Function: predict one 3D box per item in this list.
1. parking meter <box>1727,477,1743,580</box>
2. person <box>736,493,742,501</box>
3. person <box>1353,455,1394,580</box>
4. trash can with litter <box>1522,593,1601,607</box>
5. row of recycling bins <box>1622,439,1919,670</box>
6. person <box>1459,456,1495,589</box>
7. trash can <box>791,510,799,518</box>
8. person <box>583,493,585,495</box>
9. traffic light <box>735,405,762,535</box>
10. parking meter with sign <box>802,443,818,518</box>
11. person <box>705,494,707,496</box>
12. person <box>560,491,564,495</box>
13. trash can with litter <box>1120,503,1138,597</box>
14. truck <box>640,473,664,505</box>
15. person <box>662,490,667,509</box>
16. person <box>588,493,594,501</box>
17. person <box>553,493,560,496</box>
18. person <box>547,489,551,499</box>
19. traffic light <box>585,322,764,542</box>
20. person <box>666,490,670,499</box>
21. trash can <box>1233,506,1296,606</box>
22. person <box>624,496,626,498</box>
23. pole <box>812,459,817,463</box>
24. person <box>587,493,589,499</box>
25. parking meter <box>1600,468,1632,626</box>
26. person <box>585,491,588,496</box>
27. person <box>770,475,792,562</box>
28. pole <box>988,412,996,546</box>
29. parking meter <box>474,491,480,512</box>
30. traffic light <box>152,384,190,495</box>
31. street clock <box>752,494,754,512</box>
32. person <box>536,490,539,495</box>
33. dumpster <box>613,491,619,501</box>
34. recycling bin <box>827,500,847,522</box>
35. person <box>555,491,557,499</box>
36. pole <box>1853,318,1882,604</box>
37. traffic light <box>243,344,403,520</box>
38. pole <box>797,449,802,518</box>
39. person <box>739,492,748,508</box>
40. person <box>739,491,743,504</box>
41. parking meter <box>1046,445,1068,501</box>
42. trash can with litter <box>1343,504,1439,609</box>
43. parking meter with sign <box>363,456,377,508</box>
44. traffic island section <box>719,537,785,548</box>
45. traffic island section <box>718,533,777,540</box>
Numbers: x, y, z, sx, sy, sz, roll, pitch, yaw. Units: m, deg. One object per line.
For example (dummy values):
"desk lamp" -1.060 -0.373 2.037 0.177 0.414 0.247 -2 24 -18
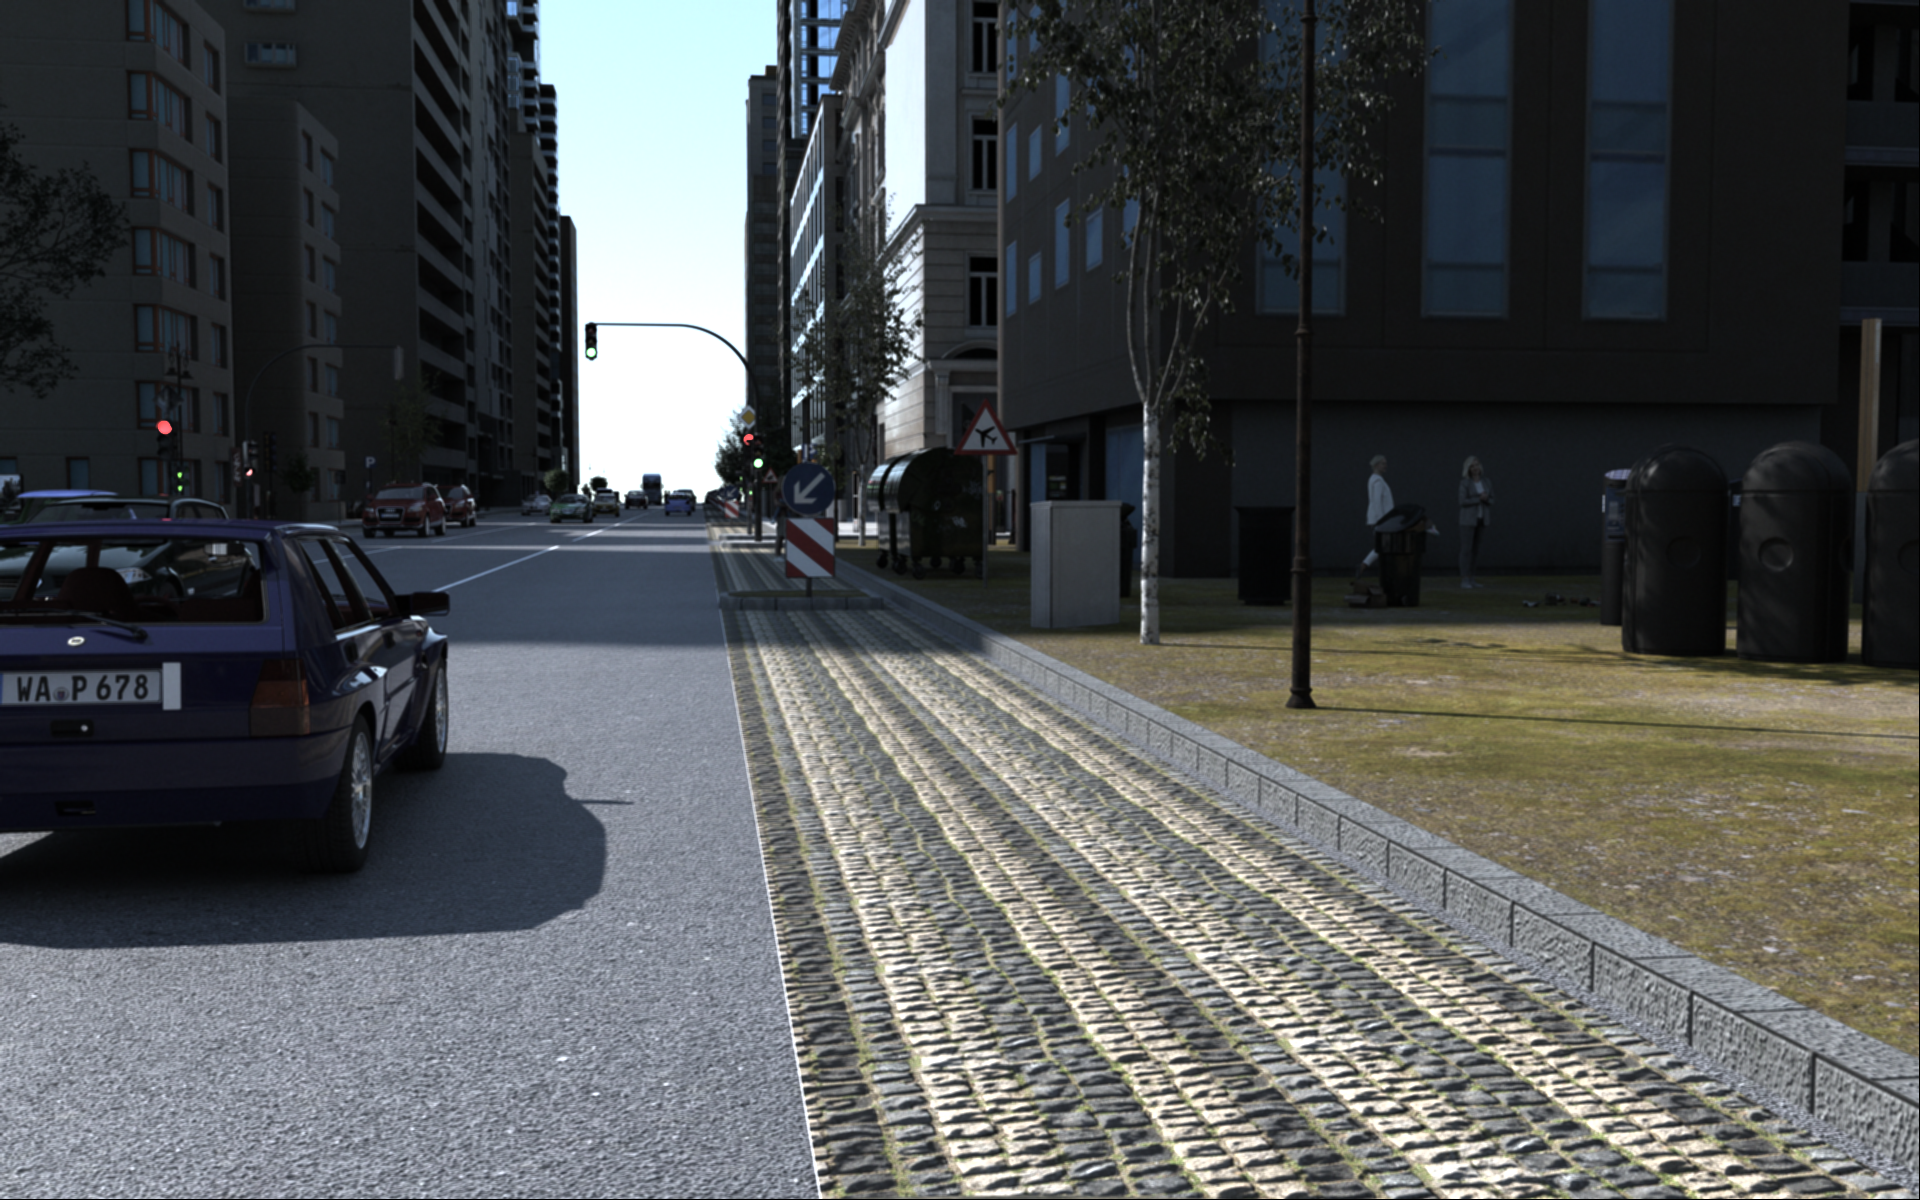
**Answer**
"parking meter" 11.549 -1.071 25.926 0.372 1.533 0.369 0 3 0
"person" -23.159 -10.601 180.083 1.217 1.736 0.721 -3 4 -38
"person" 5.980 -1.163 24.941 0.818 1.842 0.514 -1 4 -20
"trash can with litter" 7.420 -0.560 20.212 2.233 1.210 1.678 -1 4 -18
"row of recycling bins" 6.889 -0.373 13.210 3.534 1.692 1.069 2 4 35
"person" 7.085 -1.068 23.696 0.537 1.800 0.526 0 4 -8
"trash can" -7.028 -3.712 72.349 0.748 1.137 0.748 0 3 0
"person" -61.032 -16.809 280.959 0.705 1.812 1.348 0 4 7
"traffic light" -6.658 -4.014 54.555 0.839 4.253 0.868 -1 4 -8
"parking meter with sign" -5.199 -3.929 60.497 0.543 3.016 1.738 0 4 -2
"person" -40.628 -16.523 278.654 1.348 1.823 0.705 -3 4 -36
"person" -48.549 -12.491 211.094 0.721 1.723 1.217 2 4 28
"trash can with litter" 1.722 -0.635 21.763 0.624 1.170 1.055 -3 5 -41
"truck" -40.643 -14.605 228.547 2.967 4.110 18.799 -1 4 -10
"person" -28.959 -9.896 170.269 0.705 1.831 1.348 -3 4 -38
"person" -56.044 -15.689 262.644 1.350 1.814 0.705 -1 4 -14
"person" -52.558 -13.415 225.899 1.217 1.766 0.721 1 4 14
"person" -33.736 -8.172 142.044 0.705 1.831 1.348 0 4 -7
"traffic light" -7.530 -4.376 46.209 4.771 5.953 1.251 -1 4 -8
"person" -26.071 -8.992 156.045 0.750 1.759 0.617 -1 4 -15
"trash can" 3.528 -0.513 20.039 0.748 1.137 0.748 0 3 0
"person" -38.621 -11.561 200.760 0.697 1.427 0.421 1 4 10
"pole" -6.242 -4.915 74.203 0.158 3.312 0.155 0 3 0
"person" -57.637 -16.028 268.806 1.217 1.736 0.721 -2 4 -27
"parking meter" 6.481 -0.522 16.948 0.372 1.533 0.369 0 3 0
"person" -51.636 -14.216 239.388 0.530 1.710 0.541 -2 4 -30
"person" -3.763 -1.725 36.684 0.573 1.828 0.580 -2 4 -32
"pole" 0.795 -3.018 43.180 0.158 3.312 0.155 0 3 0
"parking meter" -34.803 -7.115 124.744 0.372 1.533 0.369 0 3 0
"traffic light" -20.269 -3.395 44.433 0.839 4.253 0.868 -1 4 -8
"street clock" -14.587 -7.179 121.952 0.358 2.002 0.471 -1 4 -19
"person" -51.527 -12.552 211.139 0.709 1.838 0.599 -1 4 -19
"dumpster" -53.036 -15.705 264.994 1.865 1.857 1.264 0 4 -7
"recycling bin" -5.595 -4.041 78.625 0.722 1.027 0.722 1 4 22
"person" -50.448 -12.811 216.222 0.721 1.735 1.217 0 4 -4
"pole" 10.596 -1.614 20.227 0.158 3.312 0.155 0 3 0
"traffic light" -19.397 -4.771 52.674 4.771 5.953 1.251 -1 4 -8
"pole" -7.327 -5.225 79.266 0.158 3.312 0.155 0 3 0
"person" -19.956 -9.433 161.092 1.217 1.723 0.721 1 4 15
"person" -27.868 -12.999 219.288 0.721 1.735 1.217 -3 5 -44
"parking meter" 1.135 -0.893 20.311 0.255 1.863 0.399 0 4 2
"trash can with litter" 4.878 -0.505 19.639 1.055 1.170 0.624 -3 4 -38
"parking meter with sign" -27.632 -5.182 80.985 0.543 3.016 1.738 -2 4 -24
"traffic island section" -5.433 -1.498 46.778 2.009 0.180 2.903 -1 4 -8
"traffic island section" -6.617 -1.981 54.675 2.009 0.180 2.903 -1 4 -8
